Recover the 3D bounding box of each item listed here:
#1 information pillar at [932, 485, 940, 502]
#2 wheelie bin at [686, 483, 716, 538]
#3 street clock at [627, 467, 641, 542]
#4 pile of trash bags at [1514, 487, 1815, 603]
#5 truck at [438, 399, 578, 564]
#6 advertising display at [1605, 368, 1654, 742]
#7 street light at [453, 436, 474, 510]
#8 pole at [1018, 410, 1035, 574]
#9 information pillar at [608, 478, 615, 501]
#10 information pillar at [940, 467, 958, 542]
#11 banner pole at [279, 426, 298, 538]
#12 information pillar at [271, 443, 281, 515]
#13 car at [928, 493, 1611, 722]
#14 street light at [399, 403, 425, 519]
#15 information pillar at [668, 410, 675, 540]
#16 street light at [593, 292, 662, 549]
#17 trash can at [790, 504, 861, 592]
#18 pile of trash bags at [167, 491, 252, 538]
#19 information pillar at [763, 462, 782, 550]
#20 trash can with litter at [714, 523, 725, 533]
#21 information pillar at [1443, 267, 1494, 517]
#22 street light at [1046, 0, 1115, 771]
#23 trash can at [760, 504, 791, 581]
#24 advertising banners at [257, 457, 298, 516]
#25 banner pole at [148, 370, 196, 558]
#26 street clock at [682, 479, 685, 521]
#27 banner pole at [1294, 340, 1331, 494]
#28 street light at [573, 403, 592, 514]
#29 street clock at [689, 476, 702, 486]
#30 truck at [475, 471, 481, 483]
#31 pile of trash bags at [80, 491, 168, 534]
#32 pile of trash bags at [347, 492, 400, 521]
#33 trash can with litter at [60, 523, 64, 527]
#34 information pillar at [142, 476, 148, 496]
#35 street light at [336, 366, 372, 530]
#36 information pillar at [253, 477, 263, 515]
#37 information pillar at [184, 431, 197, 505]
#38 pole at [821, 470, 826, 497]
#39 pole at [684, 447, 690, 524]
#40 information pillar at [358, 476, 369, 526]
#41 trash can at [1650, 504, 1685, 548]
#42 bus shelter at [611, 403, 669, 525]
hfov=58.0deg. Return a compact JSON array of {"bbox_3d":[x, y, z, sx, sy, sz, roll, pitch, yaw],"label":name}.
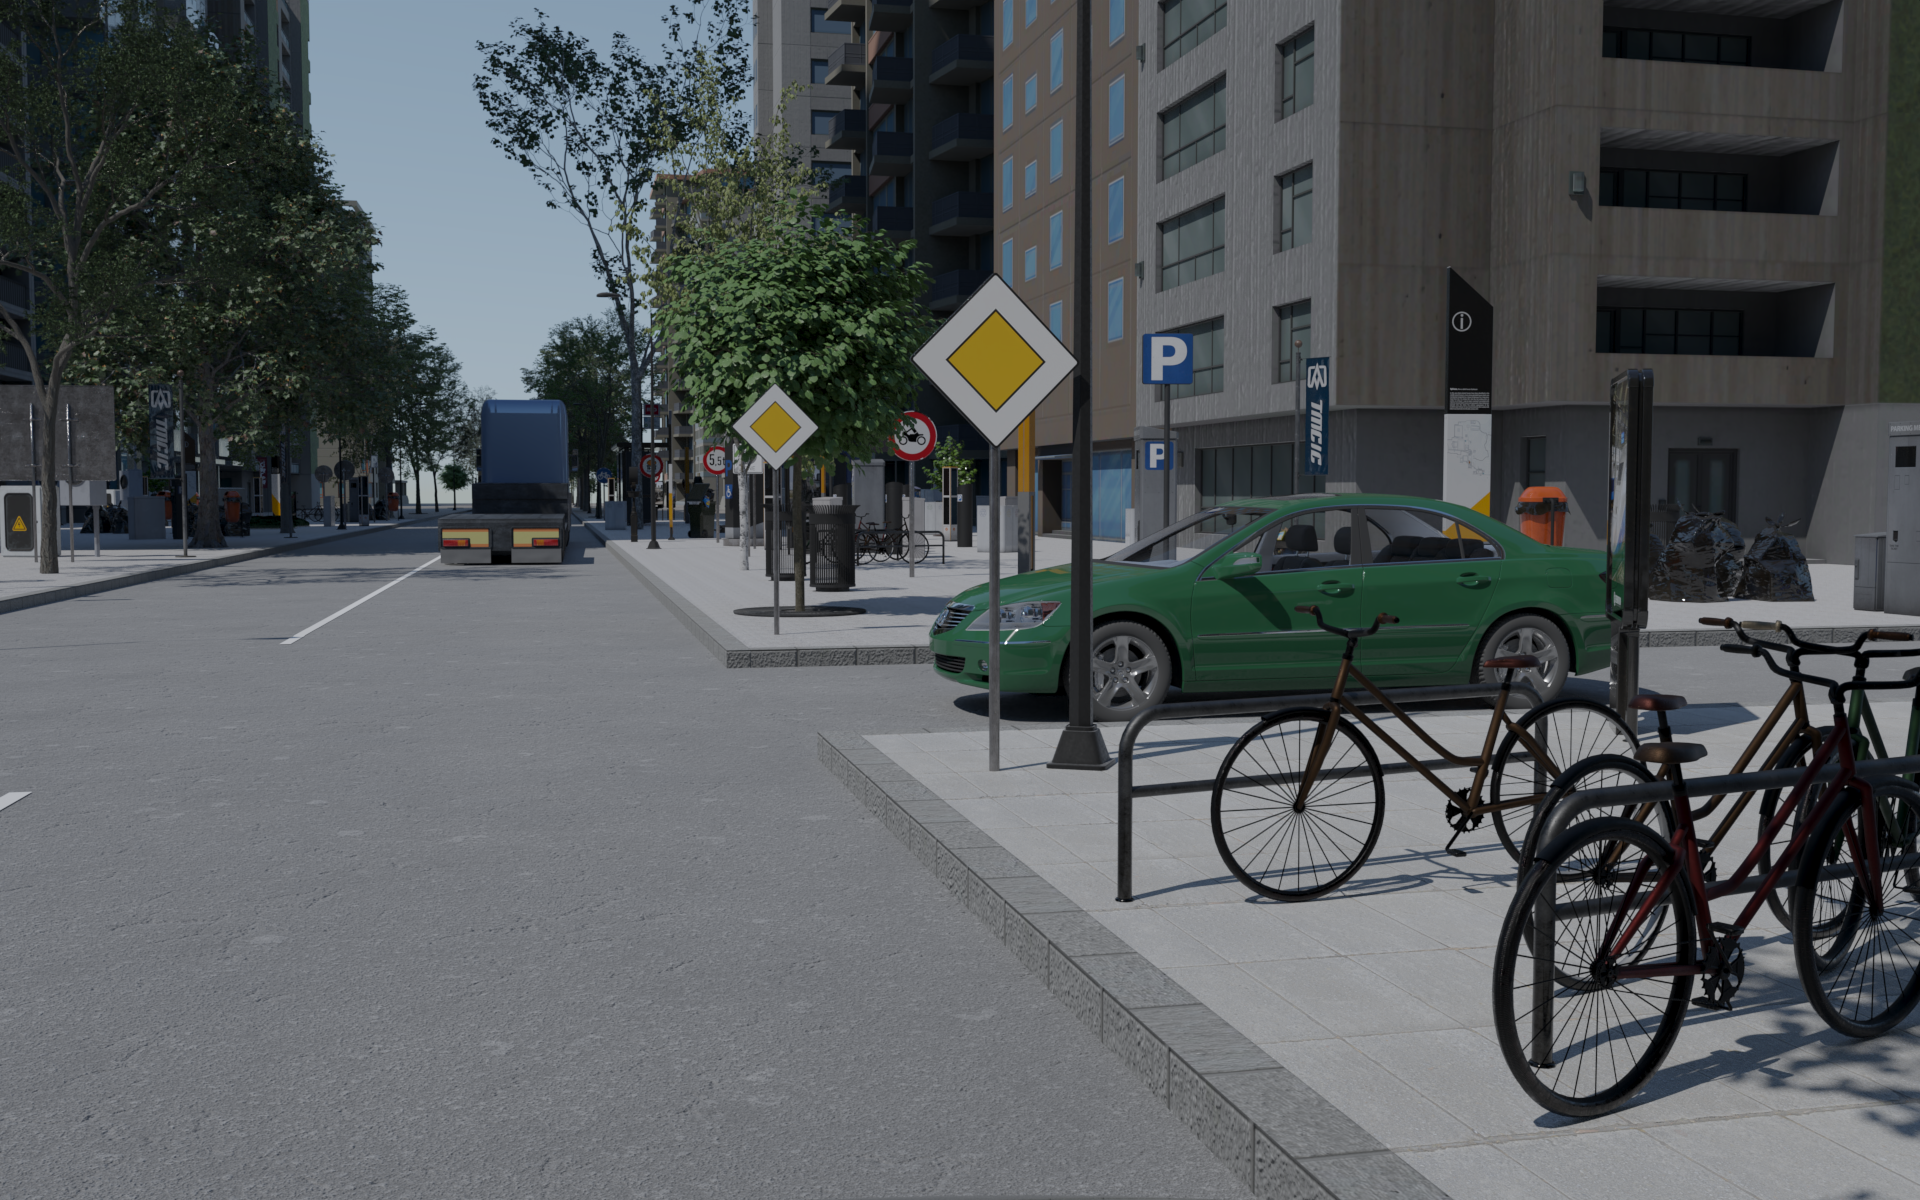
[{"bbox_3d":[-0.824,-3.466,61.166,0.304,2.012,0.304,-1,4,-12],"label":"information pillar"},{"bbox_3d":[-7.547,-2.610,50.578,0.980,1.594,0.693,3,4,38],"label":"wheelie bin"},{"bbox_3d":[-8.699,-2.547,46.207,0.358,2.002,0.471,-1,4,-10],"label":"street clock"},{"bbox_3d":[8.470,-0.700,21.202,3.447,1.369,1.912,0,4,-7],"label":"pile of trash bags"},{"bbox_3d":[-11.169,-3.299,43.695,2.967,4.110,18.799,-1,4,-12],"label":"truck"},{"bbox_3d":[3.588,-0.251,9.319,0.123,1.923,0.974,1,4,15],"label":"advertising display"},{"bbox_3d":[-39.414,-10.047,136.803,1.470,5.913,1.316,-1,4,-13],"label":"street light"},{"bbox_3d":[0.798,-1.645,20.736,0.158,3.312,0.155,0,3,0],"label":"pole"},{"bbox_3d":[-16.117,-4.624,80.088,0.304,2.012,0.304,-1,4,-15],"label":"information pillar"},{"bbox_3d":[-0.263,-2.584,46.739,0.304,2.012,0.304,3,5,44],"label":"information pillar"},{"bbox_3d":[-19.717,-3.709,50.666,0.401,3.779,0.863,-3,5,-45],"label":"banner pole"},{"bbox_3d":[-28.258,-4.908,71.606,0.504,3.616,0.183,2,4,28],"label":"information pillar"},{"bbox_3d":[2.211,-0.010,11.957,4.920,1.459,2.131,-1,4,-13],"label":"car"},{"bbox_3d":[-27.909,-7.069,88.125,1.470,5.913,1.316,-1,4,-13],"label":"street light"},{"bbox_3d":[-8.039,-3.472,48.128,0.183,3.616,0.504,0,4,-8],"label":"information pillar"},{"bbox_3d":[-7.673,-4.133,40.118,1.470,5.913,1.316,-1,4,-13],"label":"street light"},{"bbox_3d":[-1.684,-0.686,22.864,0.748,1.137,0.748,0,3,0],"label":"trash can"},{"bbox_3d":[-22.264,-2.588,52.072,1.912,1.369,3.447,-3,4,-39],"label":"pile of trash bags"},{"bbox_3d":[-4.292,-2.153,39.698,0.304,2.012,0.304,2,4,29],"label":"information pillar"},{"bbox_3d":[-7.638,-2.820,57.493,0.624,1.170,1.055,3,4,38],"label":"trash can with litter"},{"bbox_3d":[5.254,-1.628,17.981,0.504,3.616,0.183,0,4,-4],"label":"information pillar"},{"bbox_3d":[0.044,-2.162,7.888,1.470,5.913,1.316,-1,4,-13],"label":"street light"},{"bbox_3d":[-2.583,-0.858,25.686,0.748,1.137,0.748,0,3,0],"label":"trash can"},{"bbox_3d":[-32.470,-5.274,82.413,0.090,3.025,2.074,3,4,37],"label":"advertising banners"},{"bbox_3d":[-15.895,-2.745,34.895,0.863,3.779,0.401,-3,5,-40],"label":"banner pole"},{"bbox_3d":[-13.014,-4.748,82.203,0.358,2.002,0.471,-2,4,-29],"label":"street clock"},{"bbox_3d":[5.645,-2.327,28.056,0.401,3.779,0.863,-3,5,-40],"label":"banner pole"},{"bbox_3d":[-19.083,-7.107,88.742,1.470,5.913,1.316,-1,4,-13],"label":"street light"},{"bbox_3d":[-10.568,-3.998,69.931,0.358,2.002,0.471,1,4,9],"label":"street clock"},{"bbox_3d":[-37.770,-9.262,140.339,2.839,4.237,11.283,-1,4,-15],"label":"truck"},{"bbox_3d":[-27.055,-2.871,56.696,3.447,1.369,1.912,1,4,21],"label":"pile of trash bags"},{"bbox_3d":[-28.399,-4.551,84.161,3.447,1.369,1.912,2,4,35],"label":"pile of trash bags"},{"bbox_3d":[-35.185,-3.384,66.718,0.624,1.170,1.055,2,4,33],"label":"trash can with litter"},{"bbox_3d":[-33.944,-4.127,71.961,0.304,2.012,0.304,2,4,34],"label":"information pillar"},{"bbox_3d":[-21.801,-5.501,62.490,1.470,5.913,1.316,-1,4,-13],"label":"street light"},{"bbox_3d":[-30.702,-4.361,75.792,0.304,2.012,0.304,0,4,-1],"label":"information pillar"},{"bbox_3d":[-27.648,-4.324,62.056,0.504,3.616,0.183,-3,5,-45],"label":"information pillar"},{"bbox_3d":[-3.516,-3.073,44.086,0.158,3.312,0.155,0,3,0],"label":"pole"},{"bbox_3d":[-11.860,-4.978,75.226,0.158,3.312,0.155,0,3,0],"label":"pole"},{"bbox_3d":[-23.802,-3.953,69.122,0.304,2.012,0.304,-3,5,-44],"label":"information pillar"},{"bbox_3d":[10.096,-0.823,25.113,0.748,1.137,0.748,0,3,0],"label":"trash can"},{"bbox_3d":[-13.734,-5.896,74.036,2.179,5.291,8.768,-1,4,-13],"label":"bus shelter"}]
